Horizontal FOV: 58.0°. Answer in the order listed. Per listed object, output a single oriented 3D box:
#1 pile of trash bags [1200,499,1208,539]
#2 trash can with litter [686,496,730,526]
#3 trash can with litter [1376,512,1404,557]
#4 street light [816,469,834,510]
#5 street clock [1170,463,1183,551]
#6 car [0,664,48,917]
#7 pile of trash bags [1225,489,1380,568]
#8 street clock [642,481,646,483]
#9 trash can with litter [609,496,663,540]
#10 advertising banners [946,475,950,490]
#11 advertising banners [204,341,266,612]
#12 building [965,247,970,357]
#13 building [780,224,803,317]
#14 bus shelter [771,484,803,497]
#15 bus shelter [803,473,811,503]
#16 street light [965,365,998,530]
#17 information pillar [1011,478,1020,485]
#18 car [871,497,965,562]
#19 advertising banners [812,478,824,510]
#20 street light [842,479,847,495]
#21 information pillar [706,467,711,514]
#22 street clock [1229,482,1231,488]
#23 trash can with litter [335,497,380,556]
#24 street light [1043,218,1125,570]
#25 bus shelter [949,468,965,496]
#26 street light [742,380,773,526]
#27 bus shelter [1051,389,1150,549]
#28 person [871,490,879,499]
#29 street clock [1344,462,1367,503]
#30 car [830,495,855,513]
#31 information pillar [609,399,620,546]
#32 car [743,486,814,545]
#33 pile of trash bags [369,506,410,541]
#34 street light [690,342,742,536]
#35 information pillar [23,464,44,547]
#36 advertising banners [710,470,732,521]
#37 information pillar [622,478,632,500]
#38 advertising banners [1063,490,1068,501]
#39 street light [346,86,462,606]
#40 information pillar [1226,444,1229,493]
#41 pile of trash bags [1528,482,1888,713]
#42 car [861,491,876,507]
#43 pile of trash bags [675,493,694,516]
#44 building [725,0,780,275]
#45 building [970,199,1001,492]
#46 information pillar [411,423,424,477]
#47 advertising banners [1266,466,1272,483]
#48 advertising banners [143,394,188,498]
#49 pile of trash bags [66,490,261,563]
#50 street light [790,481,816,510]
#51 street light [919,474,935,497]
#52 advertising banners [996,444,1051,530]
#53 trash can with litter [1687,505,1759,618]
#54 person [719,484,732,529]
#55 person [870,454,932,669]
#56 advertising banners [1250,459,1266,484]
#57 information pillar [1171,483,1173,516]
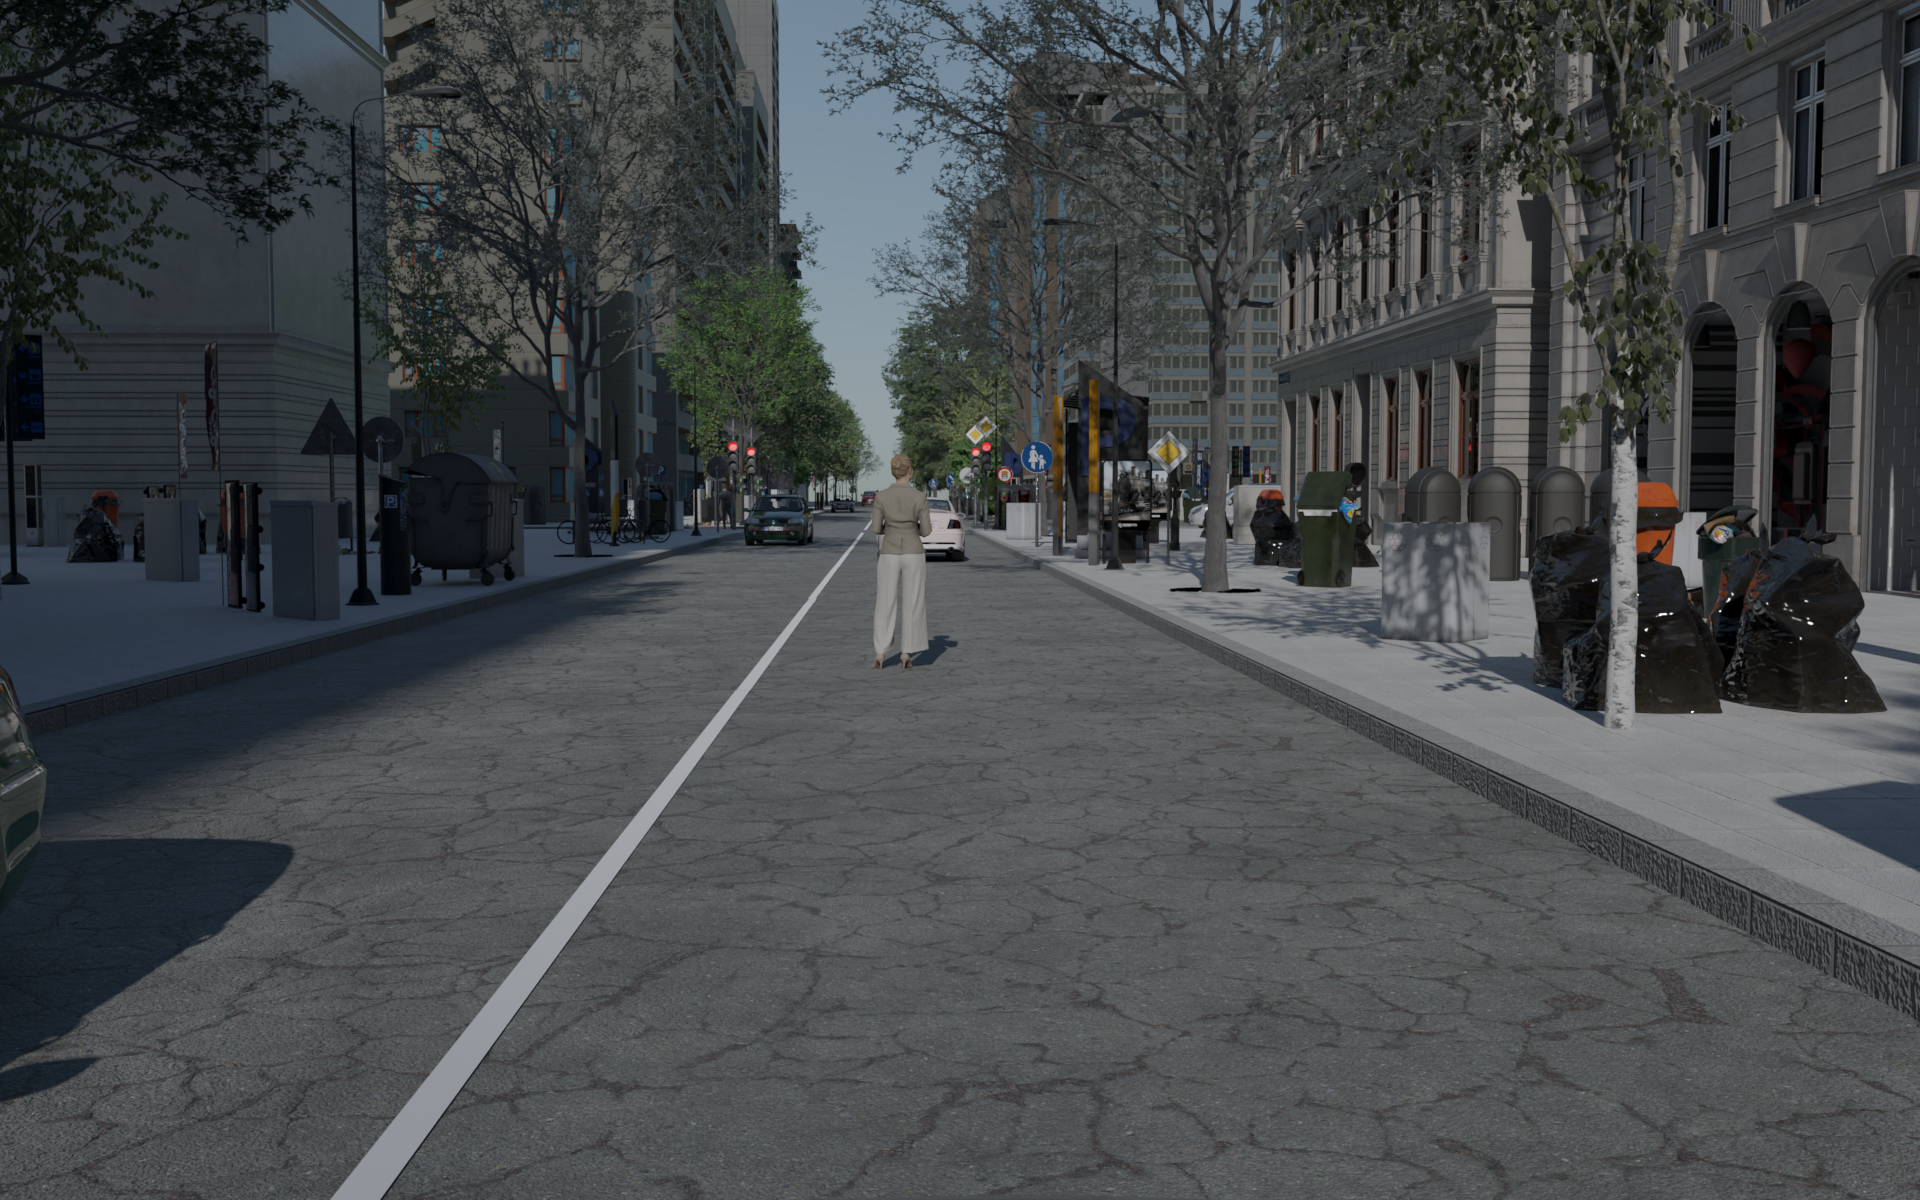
[{"bbox_3d":[7.918,-2.439,49.627,1.912,1.369,3.447,0,4,4],"label":"pile of trash bags"},{"bbox_3d":[-10.439,-3.788,72.985,2.233,1.210,1.678,0,4,-1],"label":"trash can with litter"},{"bbox_3d":[9.022,-1.460,35.255,1.055,1.170,0.624,2,4,25],"label":"trash can with litter"},{"bbox_3d":[-10.868,-10.029,136.518,1.470,5.913,1.316,0,4,-2],"label":"street light"},{"bbox_3d":[4.862,-2.116,39.163,0.358,2.002,0.471,2,4,24],"label":"street clock"},{"bbox_3d":[-3.437,0.542,2.942,2.131,1.459,4.920,0,4,-2],"label":"car"},{"bbox_3d":[6.173,-1.332,31.537,1.912,1.369,3.447,-1,4,-13],"label":"pile of trash bags"},{"bbox_3d":[-16.845,-5.414,93.091,0.471,2.002,0.358,2,4,32],"label":"street clock"},{"bbox_3d":[-9.221,-2.322,49.017,1.678,1.210,2.233,1,4,17],"label":"trash can with litter"},{"bbox_3d":[-0.421,-7.576,120.056,0.090,3.025,2.074,2,4,34],"label":"advertising banners"},{"bbox_3d":[-8.168,-1.422,19.442,0.090,3.025,2.074,-3,4,-37],"label":"advertising banners"},{"bbox_3d":[12.114,-38.900,290.643,22.147,44.769,28.867,0,4,-2],"label":"building"},{"bbox_3d":[-36.085,-37.725,271.429,22.147,44.769,28.867,0,4,-2],"label":"building"},{"bbox_3d":[-11.758,-7.411,115.085,2.014,3.302,5.546,0,4,-2],"label":"bus shelter"},{"bbox_3d":[-12.580,-8.624,134.927,2.014,3.302,5.546,0,4,-2],"label":"bus shelter"},{"bbox_3d":[0.765,-5.493,62.357,1.470,5.913,1.316,0,4,-2],"label":"street light"},{"bbox_3d":[2.484,-4.493,77.952,0.304,2.012,0.304,2,4,27],"label":"information pillar"},{"bbox_3d":[-0.900,-1.572,38.060,2.083,1.381,4.827,0,4,-3],"label":"car"},{"bbox_3d":[-11.662,-8.929,142.170,0.090,3.025,2.074,-2,4,-31],"label":"advertising banners"},{"bbox_3d":[-12.536,-12.655,179.457,1.470,5.913,1.316,0,4,-2],"label":"street light"},{"bbox_3d":[-13.981,-6.419,96.301,0.183,3.616,0.504,1,4,15],"label":"information pillar"},{"bbox_3d":[14.846,-5.635,96.694,0.471,2.002,0.358,-1,4,-8],"label":"street clock"},{"bbox_3d":[-12.863,-1.594,37.126,1.678,1.210,2.233,2,4,29],"label":"trash can with litter"},{"bbox_3d":[2.091,-3.471,29.284,1.470,5.913,1.316,0,4,-2],"label":"street light"},{"bbox_3d":[0.010,-9.958,140.448,2.179,5.291,8.768,0,4,-2],"label":"bus shelter"},{"bbox_3d":[-8.290,-5.983,70.368,1.470,5.913,1.316,0,4,-2],"label":"street light"},{"bbox_3d":[3.347,-3.100,41.973,1.731,3.624,6.357,0,4,-2],"label":"bus shelter"},{"bbox_3d":[-8.493,-10.373,177.726,1.348,1.869,0.705,-3,4,-36],"label":"person"},{"bbox_3d":[9.023,-2.141,39.576,0.471,2.002,0.358,-1,4,-20],"label":"street clock"},{"bbox_3d":[-9.027,-7.388,133.375,1.945,1.354,3.894,0,4,-2],"label":"car"},{"bbox_3d":[-8.476,-3.126,42.470,0.183,3.616,0.504,-2,4,-25],"label":"information pillar"},{"bbox_3d":[-5.150,-2.430,49.519,2.009,1.686,4.222,0,4,-1],"label":"car"},{"bbox_3d":[-14.345,-2.266,46.805,3.447,1.369,1.912,2,4,34],"label":"pile of trash bags"},{"bbox_3d":[-7.547,-4.918,52.953,1.470,5.913,1.316,0,4,-2],"label":"street light"},{"bbox_3d":[-22.549,-2.304,42.162,0.304,2.012,0.304,0,4,-6],"label":"information pillar"},{"bbox_3d":[-11.280,-5.283,82.572,0.090,3.025,2.074,2,4,26],"label":"advertising banners"},{"bbox_3d":[-15.486,-4.655,80.600,0.304,2.012,0.304,1,4,20],"label":"information pillar"},{"bbox_3d":[4.178,-3.948,60.740,2.074,3.025,0.090,-2,4,-30],"label":"advertising banners"},{"bbox_3d":[-6.371,-2.895,19.874,1.470,5.913,1.316,0,4,-2],"label":"street light"},{"bbox_3d":[10.646,-4.804,69.892,0.504,3.616,0.183,-3,4,-36],"label":"information pillar"},{"bbox_3d":[4.815,-0.116,11.648,1.912,1.369,3.447,1,4,12],"label":"pile of trash bags"},{"bbox_3d":[-10.198,-11.559,197.654,2.281,1.827,5.304,0,4,-2],"label":"car"},{"bbox_3d":[-16.659,-5.807,104.704,1.912,1.369,3.447,1,4,15],"label":"pile of trash bags"},{"bbox_3d":[-33.847,-49.393,245.832,20.563,71.187,20.611,0,4,-2],"label":"building"},{"bbox_3d":[9.298,-36.985,254.822,14.600,45.320,14.200,0,4,-2],"label":"building"},{"bbox_3d":[-17.838,-4.013,56.973,0.504,3.616,0.183,2,4,29],"label":"information pillar"},{"bbox_3d":[18.714,-6.895,108.920,0.090,3.025,2.074,-3,5,-41],"label":"advertising banners"},{"bbox_3d":[-13.582,-2.051,29.729,0.090,3.025,2.074,0,4,-5],"label":"advertising banners"},{"bbox_3d":[-15.294,-1.433,33.177,3.447,1.369,1.912,0,4,-3],"label":"pile of trash bags"},{"bbox_3d":[-9.552,-8.006,103.444,1.470,5.913,1.316,0,4,-2],"label":"street light"},{"bbox_3d":[-2.881,-11.181,155.356,1.470,5.913,1.316,0,4,-2],"label":"street light"},{"bbox_3d":[2.246,-3.976,61.203,2.074,3.025,0.090,2,4,23],"label":"advertising banners"},{"bbox_3d":[7.776,-0.404,17.999,0.624,1.170,1.055,-1,4,-15],"label":"trash can with litter"},{"bbox_3d":[-8.934,-3.522,66.052,0.622,1.834,0.822,-1,4,-17],"label":"person"},{"bbox_3d":[-0.473,-0.316,14.222,0.519,1.759,0.362,0,4,6],"label":"person"},{"bbox_3d":[14.846,-5.543,86.815,0.090,3.025,2.074,2,4,28],"label":"advertising banners"},{"bbox_3d":[10.296,-4.944,85.323,0.304,2.012,0.304,-1,4,-16],"label":"information pillar"}]
